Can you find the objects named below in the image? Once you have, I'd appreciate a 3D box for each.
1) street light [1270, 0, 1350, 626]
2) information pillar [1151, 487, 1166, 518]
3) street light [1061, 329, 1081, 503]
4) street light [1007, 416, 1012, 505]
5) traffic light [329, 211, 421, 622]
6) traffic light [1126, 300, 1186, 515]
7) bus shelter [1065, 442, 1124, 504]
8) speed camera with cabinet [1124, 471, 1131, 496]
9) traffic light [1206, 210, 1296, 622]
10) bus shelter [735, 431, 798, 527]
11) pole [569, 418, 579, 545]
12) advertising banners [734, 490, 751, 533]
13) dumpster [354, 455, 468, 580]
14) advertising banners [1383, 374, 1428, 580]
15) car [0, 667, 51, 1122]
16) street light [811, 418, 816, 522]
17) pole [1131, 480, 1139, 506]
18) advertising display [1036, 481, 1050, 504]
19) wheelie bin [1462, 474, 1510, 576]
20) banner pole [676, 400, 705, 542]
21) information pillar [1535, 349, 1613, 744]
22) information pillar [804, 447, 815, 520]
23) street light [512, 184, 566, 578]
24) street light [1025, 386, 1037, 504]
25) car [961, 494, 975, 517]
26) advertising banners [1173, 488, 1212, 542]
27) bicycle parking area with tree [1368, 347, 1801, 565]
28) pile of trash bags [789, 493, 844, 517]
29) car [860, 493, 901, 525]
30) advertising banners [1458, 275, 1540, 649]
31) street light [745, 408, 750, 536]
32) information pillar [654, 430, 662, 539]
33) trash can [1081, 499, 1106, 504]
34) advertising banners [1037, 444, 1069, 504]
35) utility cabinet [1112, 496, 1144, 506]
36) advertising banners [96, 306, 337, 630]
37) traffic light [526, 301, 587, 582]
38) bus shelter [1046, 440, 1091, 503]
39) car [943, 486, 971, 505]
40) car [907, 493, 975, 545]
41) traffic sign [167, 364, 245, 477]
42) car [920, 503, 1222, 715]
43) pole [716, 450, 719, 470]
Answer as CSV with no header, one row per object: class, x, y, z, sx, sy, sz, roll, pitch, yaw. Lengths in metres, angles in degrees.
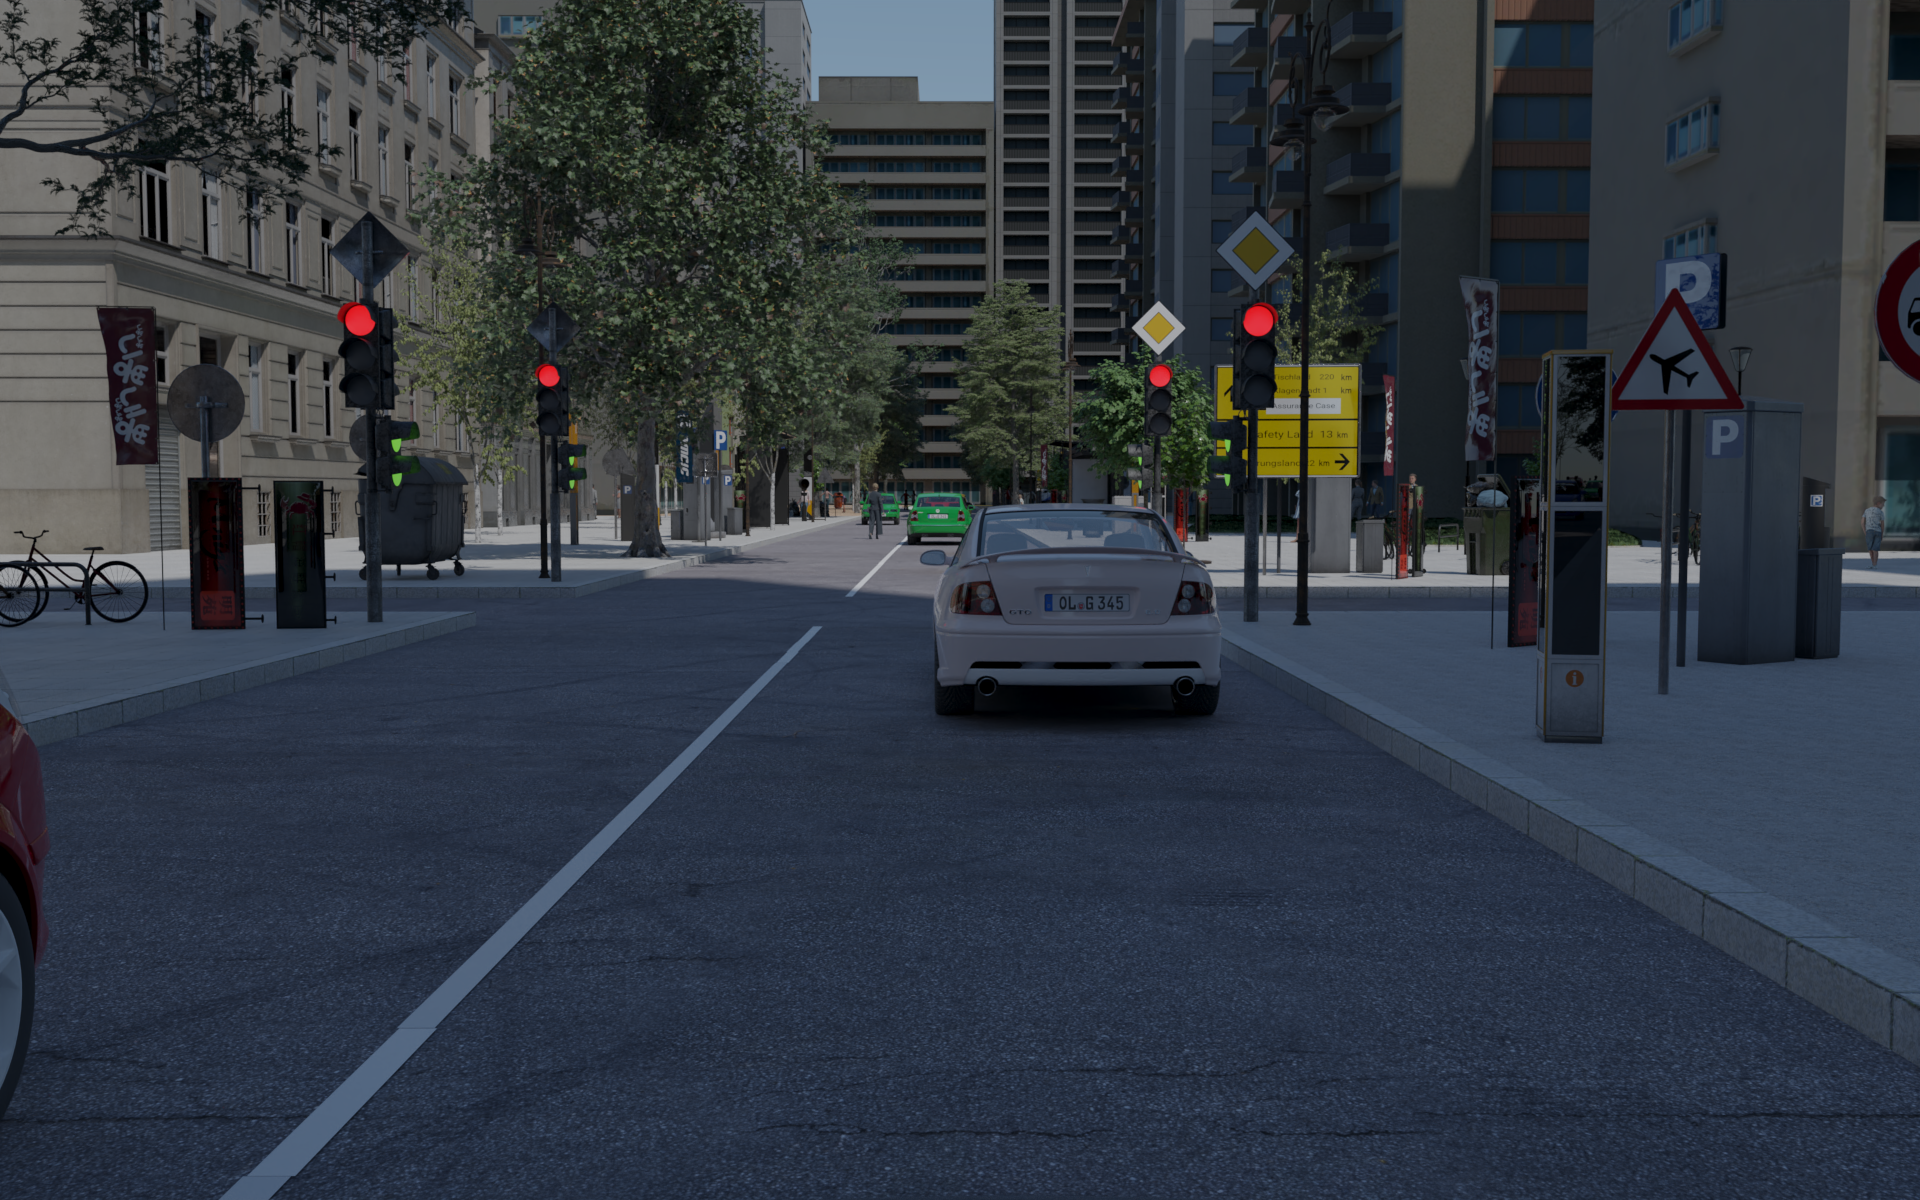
street light,3.350,-2.691,16.789,0.468,5.910,1.993,0,4,0
information pillar,5.437,-2.632,47.531,0.304,2.012,0.304,3,5,42
street light,3.100,-4.644,48.710,0.468,5.910,1.993,0,4,0
street light,2.937,-7.787,100.102,0.468,5.910,1.993,0,4,0
traffic light,-5.851,-1.733,17.257,0.839,4.253,0.868,0,4,0
traffic light,2.866,-2.225,25.305,0.839,4.253,0.868,0,4,0
bus shelter,5.030,-4.273,63.792,2.014,3.302,5.546,0,3,0
speed camera with cabinet,5.725,-4.546,68.659,2.038,3.252,0.660,0,4,0
traffic light,2.910,-1.737,17.321,0.839,4.253,0.868,0,4,0
bus shelter,-7.463,-4.672,67.678,1.731,3.624,6.357,0,4,0
pole,-9.696,-3.036,43.486,0.158,3.312,0.155,0,3,0
advertising banners,-7.945,-3.725,57.086,2.074,3.025,0.090,0,4,4
dumpster,-8.353,-1.262,26.389,1.264,1.857,1.865,0,4,0
advertising banners,6.693,-1.830,26.105,0.090,3.025,2.074,2,4,32
car,-2.968,0.422,2.149,2.155,1.783,4.494,0,4,0
street light,-6.678,-6.462,78.435,0.468,5.910,1.993,0,4,0
pole,4.183,-2.907,41.370,0.158,3.312,0.155,0,3,0
advertising display,4.133,-4.790,83.528,0.974,1.923,0.123,-1,4,-11
wheelie bin,8.382,-1.194,27.434,0.693,1.594,0.980,-1,4,-14
banner pole,-7.142,-3.415,45.855,0.863,3.779,0.401,-2,4,-30
information pillar,3.181,-0.275,8.990,0.304,2.012,0.304,1,4,10
information pillar,-7.377,-5.701,84.574,0.504,3.616,0.183,1,4,15
street light,-6.338,-3.269,26.240,0.468,5.910,1.993,0,4,0
street light,3.051,-6.215,74.406,0.468,5.910,1.993,0,4,0
car,-0.322,-4.322,80.884,2.015,1.641,3.980,0,4,1
advertising banners,5.905,-3.051,46.079,2.074,3.025,0.090,-2,4,-33
bicycle parking area with tree,12.837,-2.936,35.010,8.231,4.147,9.016,3,5,42
pile of trash bags,-8.067,-5.402,98.076,3.447,1.369,1.912,-3,5,-40
car,-3.730,-4.448,81.525,1.959,1.807,4.718,0,4,-2
advertising banners,4.807,-1.123,14.548,2.074,3.025,0.090,-3,4,-37
street light,-6.450,-4.873,52.462,0.468,5.910,1.993,0,4,0
information pillar,-8.732,-3.538,49.205,0.504,3.616,0.183,3,5,39
trash can,3.920,-2.407,51.016,0.748,1.137,0.748,0,3,0
advertising banners,3.271,-3.899,59.935,0.090,3.025,2.074,-2,4,-25
utility cabinet,5.031,-2.454,51.285,1.020,1.237,0.306,-1,4,-9
advertising banners,-6.991,-1.231,16.313,2.074,3.025,0.090,-1,4,-8
traffic light,-5.895,-2.221,25.242,0.839,4.253,0.868,0,4,0
bus shelter,4.866,-5.282,77.639,1.731,3.624,6.357,0,4,0
car,-0.629,-3.786,70.948,2.155,1.783,4.494,0,4,1
car,-0.561,-2.522,50.024,1.959,1.807,4.718,0,4,1
traffic sign,-7.386,-1.032,16.977,0.768,2.556,0.104,0,4,1
car,0.739,-0.015,12.610,2.083,1.381,4.827,0,4,0
pole,-10.270,-4.875,73.557,0.158,3.312,0.155,0,3,0
